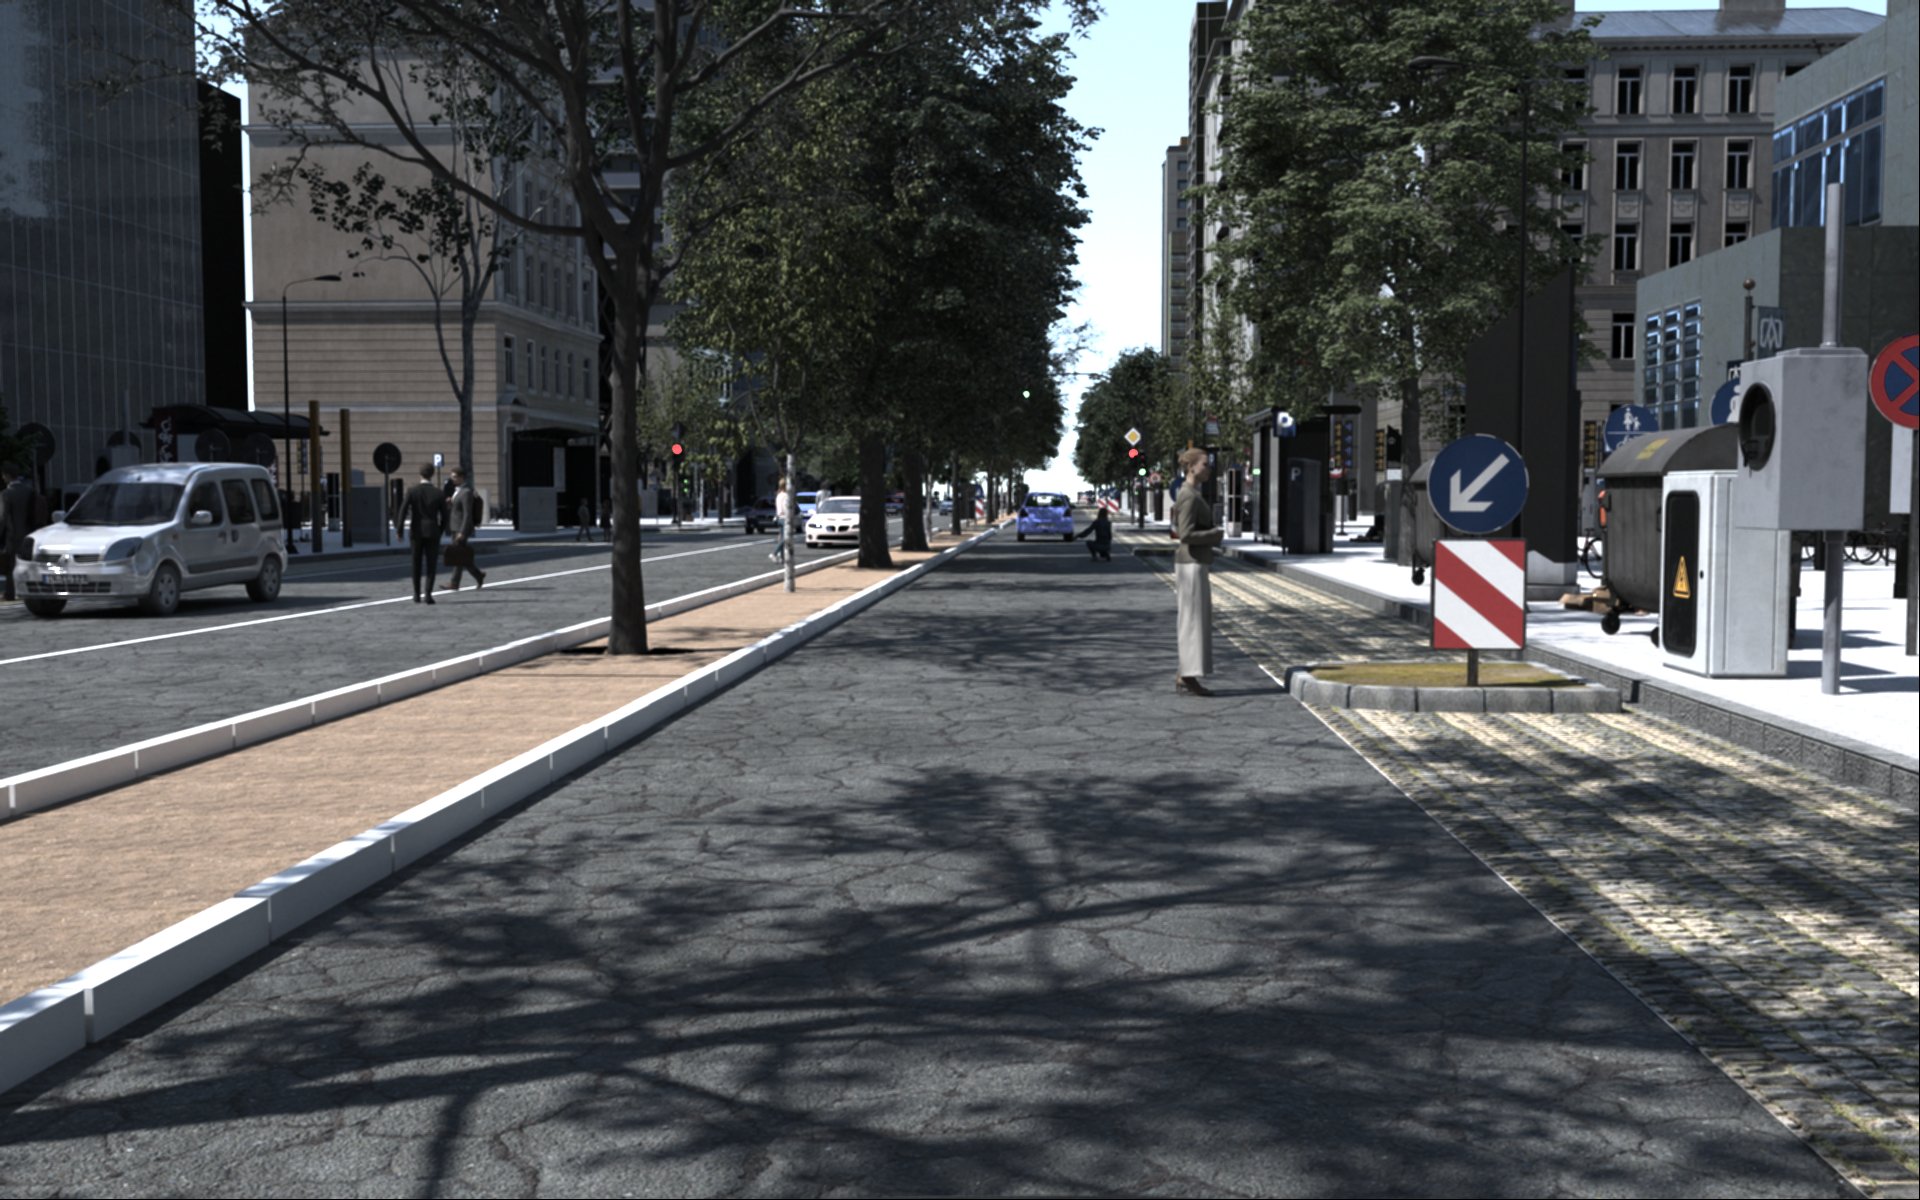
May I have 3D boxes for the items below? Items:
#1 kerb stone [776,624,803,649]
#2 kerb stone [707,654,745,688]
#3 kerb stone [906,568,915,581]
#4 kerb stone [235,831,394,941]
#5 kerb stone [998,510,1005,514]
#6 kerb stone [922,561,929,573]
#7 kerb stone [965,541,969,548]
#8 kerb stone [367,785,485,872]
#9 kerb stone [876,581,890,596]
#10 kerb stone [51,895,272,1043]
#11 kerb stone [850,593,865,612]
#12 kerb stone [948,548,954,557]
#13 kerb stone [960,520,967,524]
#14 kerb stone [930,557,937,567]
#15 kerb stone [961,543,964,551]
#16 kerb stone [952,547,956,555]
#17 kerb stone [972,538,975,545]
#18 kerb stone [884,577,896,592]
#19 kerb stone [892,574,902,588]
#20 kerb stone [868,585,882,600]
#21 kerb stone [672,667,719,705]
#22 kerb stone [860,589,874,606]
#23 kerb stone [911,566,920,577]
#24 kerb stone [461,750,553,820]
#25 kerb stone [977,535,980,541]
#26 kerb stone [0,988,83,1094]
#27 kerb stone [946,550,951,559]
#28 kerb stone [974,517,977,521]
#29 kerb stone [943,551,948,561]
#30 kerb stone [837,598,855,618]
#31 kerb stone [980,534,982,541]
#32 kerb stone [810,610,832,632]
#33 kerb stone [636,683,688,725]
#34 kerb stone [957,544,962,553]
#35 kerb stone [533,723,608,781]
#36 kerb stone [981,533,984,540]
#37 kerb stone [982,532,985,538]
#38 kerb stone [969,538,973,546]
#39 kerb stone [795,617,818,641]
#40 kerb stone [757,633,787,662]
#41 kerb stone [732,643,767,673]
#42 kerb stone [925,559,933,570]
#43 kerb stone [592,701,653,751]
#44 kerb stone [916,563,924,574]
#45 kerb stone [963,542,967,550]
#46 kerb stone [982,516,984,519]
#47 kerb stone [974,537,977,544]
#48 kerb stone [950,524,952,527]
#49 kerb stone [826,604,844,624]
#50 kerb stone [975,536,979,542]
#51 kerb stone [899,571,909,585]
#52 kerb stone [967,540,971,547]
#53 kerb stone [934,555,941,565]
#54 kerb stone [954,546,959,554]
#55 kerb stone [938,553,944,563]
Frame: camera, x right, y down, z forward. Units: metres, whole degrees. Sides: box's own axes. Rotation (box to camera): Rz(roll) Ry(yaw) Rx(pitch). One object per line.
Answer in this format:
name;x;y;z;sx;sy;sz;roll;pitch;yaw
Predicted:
kerb stone;-1.633;0.363;16.257;0.120;0.150;1.000;0;4;3
kerb stone;-1.808;0.552;13.195;0.120;0.150;1.000;0;4;3
kerb stone;-0.892;-0.389;28.550;0.120;0.150;1.000;0;4;3
kerb stone;-2.234;0.988;6.040;0.120;0.150;1.000;0;4;3
kerb stone;3.196;-6.750;132.563;0.120;0.150;1.000;0;4;3
kerb stone;-0.708;-0.576;31.613;0.120;0.150;1.000;0;4;3
kerb stone;0.076;-1.390;44.916;0.120;0.150;1.000;0;4;3
kerb stone;-2.172;0.926;7.060;0.120;0.150;1.000;0;4;3
kerb stone;-1.136;-0.137;24.456;0.120;0.150;1.000;0;4;3
kerb stone;-2.289;1.054;5.016;0.120;0.150;1.000;0;4;3
kerb stone;-1.318;0.051;21.384;0.120;0.150;1.000;0;4;3
kerb stone;-0.289;-1.011;38.788;0.120;0.150;1.000;0;4;3
kerb stone;0.209;-3.678;82.461;0.120;0.150;1.000;0;4;3
kerb stone;-0.596;-0.701;33.658;0.120;0.150;1.000;0;4;3
kerb stone;-0.045;-1.265;42.875;0.120;0.150;1.000;0;4;3
kerb stone;-0.231;-1.077;39.810;0.120;0.150;1.000;0;4;3
kerb stone;0.263;-1.571;47.986;0.120;0.150;1.000;0;4;3
kerb stone;-1.081;-0.201;25.477;0.120;0.150;1.000;0;4;3
kerb stone;-1.027;-0.262;26.501;0.120;0.150;1.000;0;4;3
kerb stone;-1.205;-0.073;23.431;0.120;0.150;1.000;0;4;3
kerb stone;-1.874;0.613;12.172;0.120;0.150;1.000;0;4;3
kerb stone;-1.261;-0.010;22.410;0.120;0.150;1.000;0;4;3
kerb stone;-0.835;-0.446;29.571;0.120;0.150;1.000;0;4;3
kerb stone;-2.118;0.863;8.086;0.120;0.150;1.000;0;4;3
kerb stone;0.444;-1.759;51.057;0.120;0.150;1.000;0;4;3
kerb stone;-2.358;1.113;3.996;0.120;0.150;1.000;0;4;3
kerb stone;-0.339;-0.952;37.762;0.120;0.150;1.000;0;4;3
kerb stone;0.694;-4.186;90.636;0.120;0.150;1.000;0;4;3
kerb stone;-0.405;-0.890;36.742;0.120;0.150;1.000;0;4;3
kerb stone;-1.382;0.113;20.351;0.120;0.150;1.000;0;4;3
kerb stone;0.505;-1.828;52.077;0.120;0.150;1.000;0;4;3
kerb stone;-1.505;0.238;18.300;0.120;0.150;1.000;0;4;3
kerb stone;-1.938;0.680;11.152;0.120;0.150;1.000;0;4;3
kerb stone;-0.102;-1.202;41.855;0.120;0.150;1.000;0;4;3
kerb stone;-2.058;0.800;9.110;0.120;0.150;1.000;0;4;3
kerb stone;0.573;-1.890;53.097;0.120;0.150;1.000;0;4;3
kerb stone;0.622;-1.953;54.121;0.120;0.150;1.000;0;4;3
kerb stone;0.206;-1.515;46.965;0.120;0.150;1.000;0;4;3
kerb stone;-1.570;0.302;17.279;0.120;0.150;1.000;0;4;3
kerb stone;-1.681;0.428;15.236;0.120;0.150;1.000;0;4;3
kerb stone;-1.755;0.488;14.216;0.120;0.150;1.000;0;4;3
kerb stone;-0.650;-0.639;32.638;0.120;0.150;1.000;0;4;3
kerb stone;-1.991;0.743;10.130;0.120;0.150;1.000;0;4;3
kerb stone;-0.780;-0.514;30.591;0.120;0.150;1.000;0;4;3
kerb stone;0.019;-1.327;43.896;0.120;0.150;1.000;0;4;3
kerb stone;1.132;-4.624;97.797;0.120;0.150;1.000;0;4;3
kerb stone;0.316;-1.640;49.007;0.120;0.150;1.000;0;4;3
kerb stone;-0.219;-3.247;75.301;0.120;0.150;1.000;0;4;3
kerb stone;-1.444;0.183;19.320;0.120;0.150;1.000;0;4;3
kerb stone;0.388;-1.703;50.036;0.120;0.150;1.000;0;4;3
kerb stone;-0.961;-0.325;27.521;0.120;0.150;1.000;0;4;3
kerb stone;0.141;-1.448;45.938;0.120;0.150;1.000;0;4;3
kerb stone;-0.526;-0.764;34.686;0.120;0.150;1.000;0;4;3
kerb stone;-0.164;-1.134;40.834;0.120;0.150;1.000;0;4;3
kerb stone;-0.473;-0.827;35.712;0.120;0.150;1.000;0;4;3
